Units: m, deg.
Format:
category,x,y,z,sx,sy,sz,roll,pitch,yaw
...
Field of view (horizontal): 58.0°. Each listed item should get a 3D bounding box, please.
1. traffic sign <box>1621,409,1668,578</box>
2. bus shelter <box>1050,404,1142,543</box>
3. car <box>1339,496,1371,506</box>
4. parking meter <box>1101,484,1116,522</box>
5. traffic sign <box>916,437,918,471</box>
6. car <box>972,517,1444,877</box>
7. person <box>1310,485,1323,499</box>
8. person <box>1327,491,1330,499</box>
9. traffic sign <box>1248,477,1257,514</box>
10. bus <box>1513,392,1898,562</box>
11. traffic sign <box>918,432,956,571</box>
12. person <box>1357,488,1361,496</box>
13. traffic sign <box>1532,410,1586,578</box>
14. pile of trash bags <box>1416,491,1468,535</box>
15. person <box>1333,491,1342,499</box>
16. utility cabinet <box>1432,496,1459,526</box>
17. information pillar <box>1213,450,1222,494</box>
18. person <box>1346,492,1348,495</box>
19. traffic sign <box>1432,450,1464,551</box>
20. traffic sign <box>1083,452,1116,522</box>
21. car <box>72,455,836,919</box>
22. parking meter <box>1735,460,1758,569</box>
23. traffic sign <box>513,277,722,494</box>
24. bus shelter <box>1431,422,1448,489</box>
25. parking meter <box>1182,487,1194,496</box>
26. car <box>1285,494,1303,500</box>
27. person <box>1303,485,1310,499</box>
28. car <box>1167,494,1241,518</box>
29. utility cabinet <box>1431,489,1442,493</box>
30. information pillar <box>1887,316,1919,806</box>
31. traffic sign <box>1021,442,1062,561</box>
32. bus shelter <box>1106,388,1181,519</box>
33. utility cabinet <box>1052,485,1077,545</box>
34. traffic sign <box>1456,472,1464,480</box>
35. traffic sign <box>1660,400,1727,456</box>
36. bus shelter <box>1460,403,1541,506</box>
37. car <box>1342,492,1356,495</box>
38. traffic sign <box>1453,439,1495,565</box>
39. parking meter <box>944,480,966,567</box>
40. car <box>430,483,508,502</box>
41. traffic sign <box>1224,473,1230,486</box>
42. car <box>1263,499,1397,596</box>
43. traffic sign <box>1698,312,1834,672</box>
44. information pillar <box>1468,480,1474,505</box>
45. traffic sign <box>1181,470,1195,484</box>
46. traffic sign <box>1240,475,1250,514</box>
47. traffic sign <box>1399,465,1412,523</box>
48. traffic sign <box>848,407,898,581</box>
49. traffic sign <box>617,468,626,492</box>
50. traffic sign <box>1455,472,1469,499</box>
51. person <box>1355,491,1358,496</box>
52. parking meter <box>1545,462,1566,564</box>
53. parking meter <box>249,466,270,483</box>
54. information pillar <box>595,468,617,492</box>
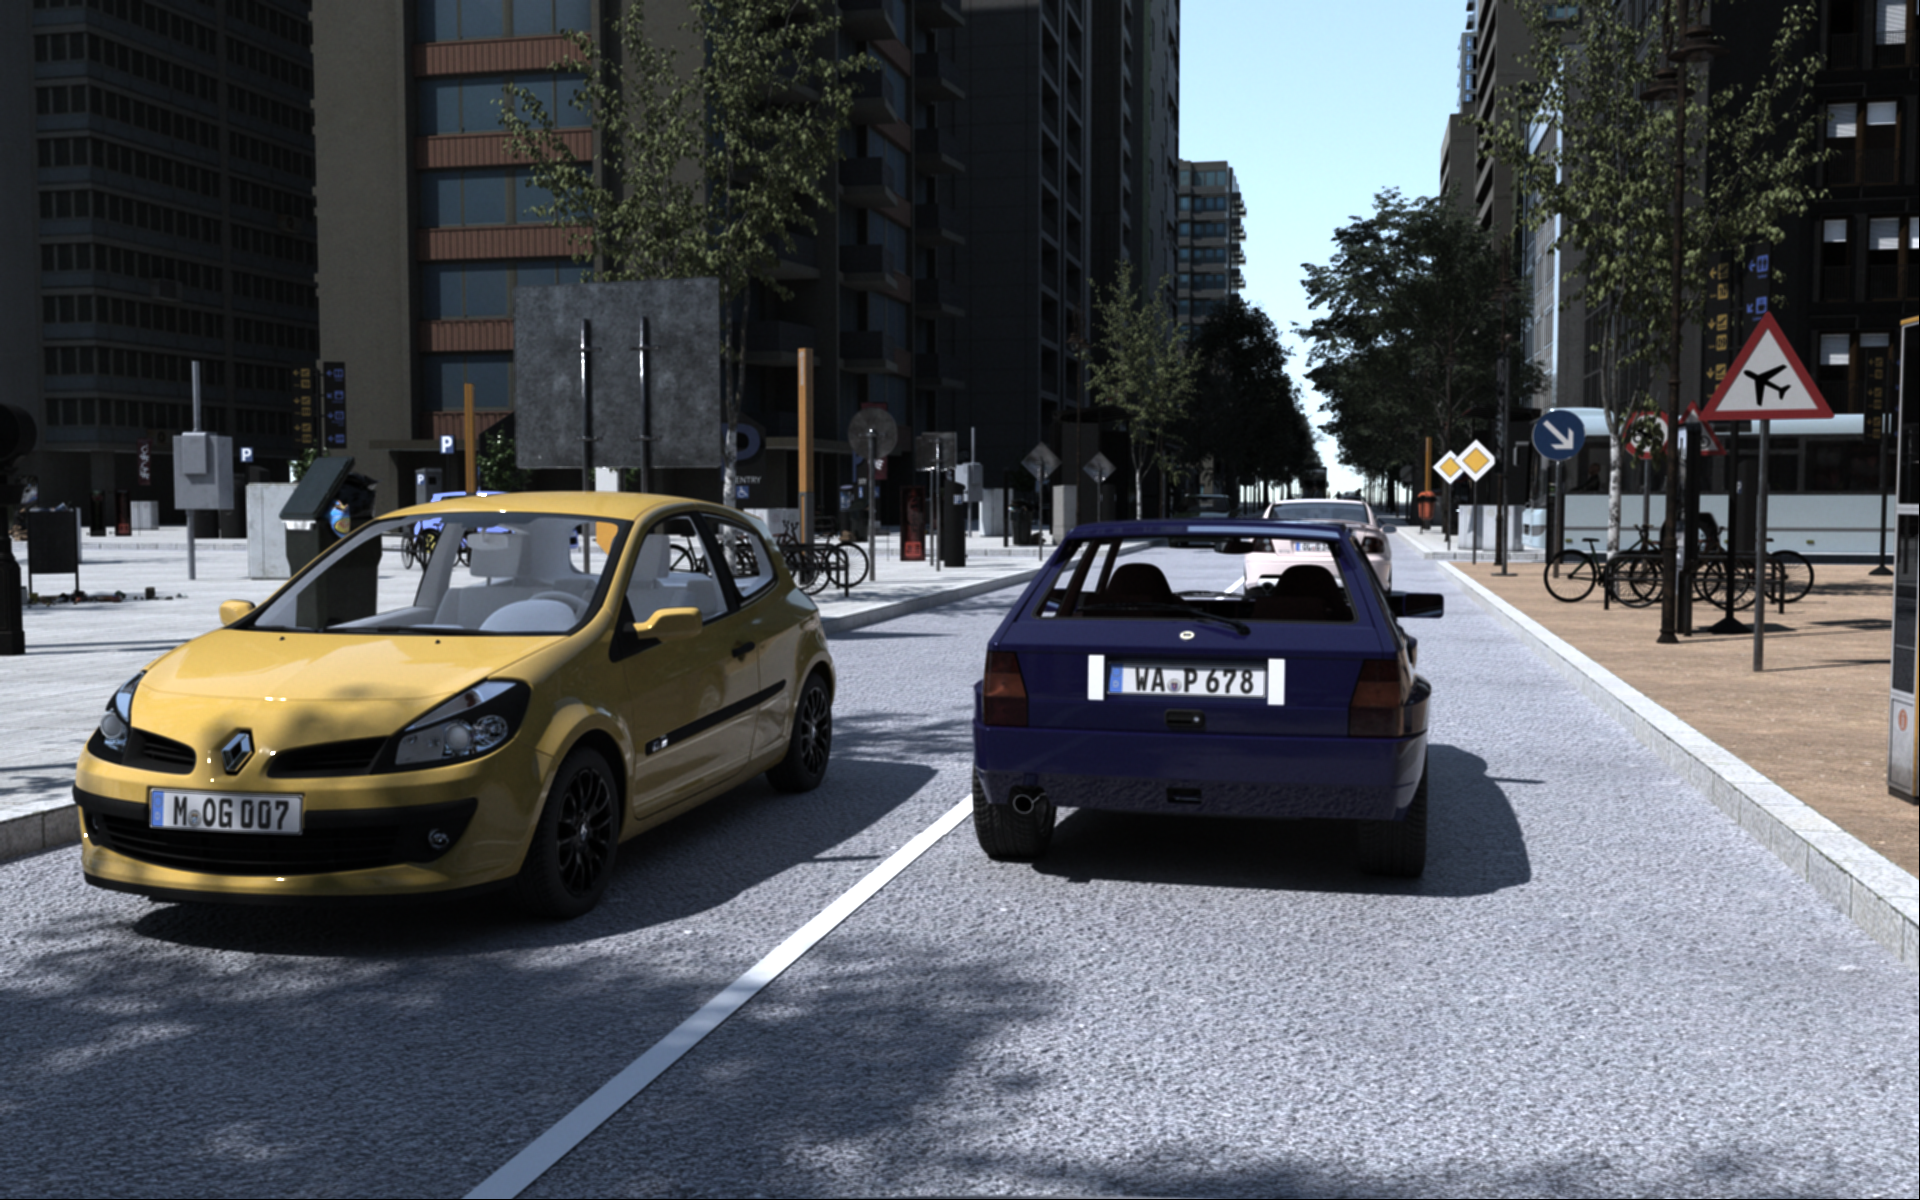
category,x,y,z,sx,sy,sz,roll,pitch,yaw
traffic sign,10.100,-1.551,25.469,0.768,2.556,0.104,1,4,18
bus shelter,3.853,-3.498,48.476,1.731,3.624,6.357,1,4,13
car,18.579,-4.265,82.313,1.945,1.354,3.894,1,4,11
parking meter,3.794,-2.194,44.286,0.372,1.533,0.369,0,3,0
traffic sign,-0.500,-1.760,30.903,0.606,2.300,0.079,1,4,13
car,1.234,0.282,7.973,1.945,1.354,3.894,1,4,13
person,14.495,-3.780,70.491,0.473,1.802,0.592,0,4,-5
person,51.407,-14.252,241.532,0.705,1.823,1.348,-1,4,-9
traffic sign,18.636,-6.788,111.092,0.768,2.556,0.104,1,4,16
bus,17.267,-2.414,34.323,13.247,3.499,2.948,1,4,13
traffic sign,-0.359,-1.626,28.720,0.606,2.300,0.079,1,4,20
person,27.452,-6.753,118.918,0.705,1.823,1.348,1,4,18
traffic sign,9.085,-1.603,26.320,0.768,2.556,0.104,1,4,22
pile of trash bags,15.879,-2.745,54.628,1.912,1.369,3.447,-3,5,-39
person,37.527,-9.935,171.671,1.217,1.736,0.721,1,4,14
utility cabinet,19.691,-3.615,70.270,1.020,1.237,0.306,1,4,18
information pillar,13.688,-6.171,92.248,0.504,3.616,0.183,-2,4,-24
person,54.611,-14.406,244.868,0.721,1.723,1.217,0,4,1
traffic sign,11.092,-2.177,39.239,0.795,2.450,0.064,1,4,13
traffic sign,3.293,-2.285,40.995,0.795,2.450,0.064,1,4,13
car,-1.814,0.185,7.200,2.015,1.641,3.980,1,4,13
parking meter,13.525,-1.476,29.837,0.255,1.863,0.399,0,4,-1
traffic sign,-3.317,-1.392,16.628,2.265,3.308,0.079,1,4,20
bus shelter,25.383,-7.092,93.592,2.179,5.291,8.768,1,4,13
parking meter,8.531,-3.434,64.557,0.372,1.533,0.369,0,3,0
car,26.318,-7.521,134.973,2.014,1.417,4.499,1,4,14
person,14.933,-4.049,74.819,0.853,1.813,0.709,1,4,16
car,6.719,-2.300,47.393,2.009,1.686,4.222,1,4,14
utility cabinet,22.180,-4.455,81.526,1.173,1.500,0.318,3,5,40
information pillar,4.090,-0.165,7.188,0.304,2.012,0.304,1,4,8
traffic sign,1.552,-1.808,33.202,0.795,2.450,0.064,1,4,13
bus shelter,7.129,-5.513,67.776,2.179,5.291,8.768,1,4,13
utility cabinet,2.618,-2.127,43.452,0.318,1.500,1.173,1,4,19
traffic sign,18.140,-3.891,63.730,0.768,2.556,0.104,1,4,22
traffic sign,10.134,-1.469,24.017,0.884,2.594,0.081,1,4,21
bus shelter,14.766,-3.440,47.520,1.731,3.624,6.357,1,4,13
car,57.235,-15.026,254.345,2.281,1.827,5.304,1,4,11
traffic sign,9.351,-1.700,31.445,0.795,2.450,0.064,1,4,13
parking meter,-0.091,-1.348,30.454,0.372,1.533,0.369,0,3,0
car,-10.737,-1.876,40.271,3.694,1.707,1.945,1,4,11
traffic sign,16.555,-6.493,106.259,0.768,2.556,0.104,1,4,16
car,4.868,-0.680,23.488,2.083,1.381,4.827,1,4,12
traffic sign,5.766,-0.761,12.440,0.884,2.594,0.081,1,4,22
information pillar,26.819,-5.276,90.756,0.304,2.012,0.304,-1,4,-10
traffic sign,11.893,-5.522,90.394,0.768,2.556,0.104,1,4,14
traffic sign,18.146,-6.750,110.463,0.768,2.556,0.104,1,4,13
traffic sign,19.539,-4.614,75.541,0.768,2.556,0.104,1,4,18
traffic sign,-1.294,-1.550,25.443,0.768,2.556,0.104,1,4,14
traffic sign,-3.347,-1.041,17.129,0.768,2.556,0.104,1,4,21
traffic sign,22.152,-4.689,76.774,0.768,2.556,0.104,1,4,19
person,32.288,-8.027,140.571,0.721,1.723,1.217,2,4,34
parking meter,10.917,-1.593,31.752,0.255,1.863,0.399,2,4,31
parking meter,-14.485,-1.845,35.876,0.399,1.863,0.255,2,4,31
information pillar,-5.151,-2.088,25.491,0.504,3.616,0.183,2,4,29
